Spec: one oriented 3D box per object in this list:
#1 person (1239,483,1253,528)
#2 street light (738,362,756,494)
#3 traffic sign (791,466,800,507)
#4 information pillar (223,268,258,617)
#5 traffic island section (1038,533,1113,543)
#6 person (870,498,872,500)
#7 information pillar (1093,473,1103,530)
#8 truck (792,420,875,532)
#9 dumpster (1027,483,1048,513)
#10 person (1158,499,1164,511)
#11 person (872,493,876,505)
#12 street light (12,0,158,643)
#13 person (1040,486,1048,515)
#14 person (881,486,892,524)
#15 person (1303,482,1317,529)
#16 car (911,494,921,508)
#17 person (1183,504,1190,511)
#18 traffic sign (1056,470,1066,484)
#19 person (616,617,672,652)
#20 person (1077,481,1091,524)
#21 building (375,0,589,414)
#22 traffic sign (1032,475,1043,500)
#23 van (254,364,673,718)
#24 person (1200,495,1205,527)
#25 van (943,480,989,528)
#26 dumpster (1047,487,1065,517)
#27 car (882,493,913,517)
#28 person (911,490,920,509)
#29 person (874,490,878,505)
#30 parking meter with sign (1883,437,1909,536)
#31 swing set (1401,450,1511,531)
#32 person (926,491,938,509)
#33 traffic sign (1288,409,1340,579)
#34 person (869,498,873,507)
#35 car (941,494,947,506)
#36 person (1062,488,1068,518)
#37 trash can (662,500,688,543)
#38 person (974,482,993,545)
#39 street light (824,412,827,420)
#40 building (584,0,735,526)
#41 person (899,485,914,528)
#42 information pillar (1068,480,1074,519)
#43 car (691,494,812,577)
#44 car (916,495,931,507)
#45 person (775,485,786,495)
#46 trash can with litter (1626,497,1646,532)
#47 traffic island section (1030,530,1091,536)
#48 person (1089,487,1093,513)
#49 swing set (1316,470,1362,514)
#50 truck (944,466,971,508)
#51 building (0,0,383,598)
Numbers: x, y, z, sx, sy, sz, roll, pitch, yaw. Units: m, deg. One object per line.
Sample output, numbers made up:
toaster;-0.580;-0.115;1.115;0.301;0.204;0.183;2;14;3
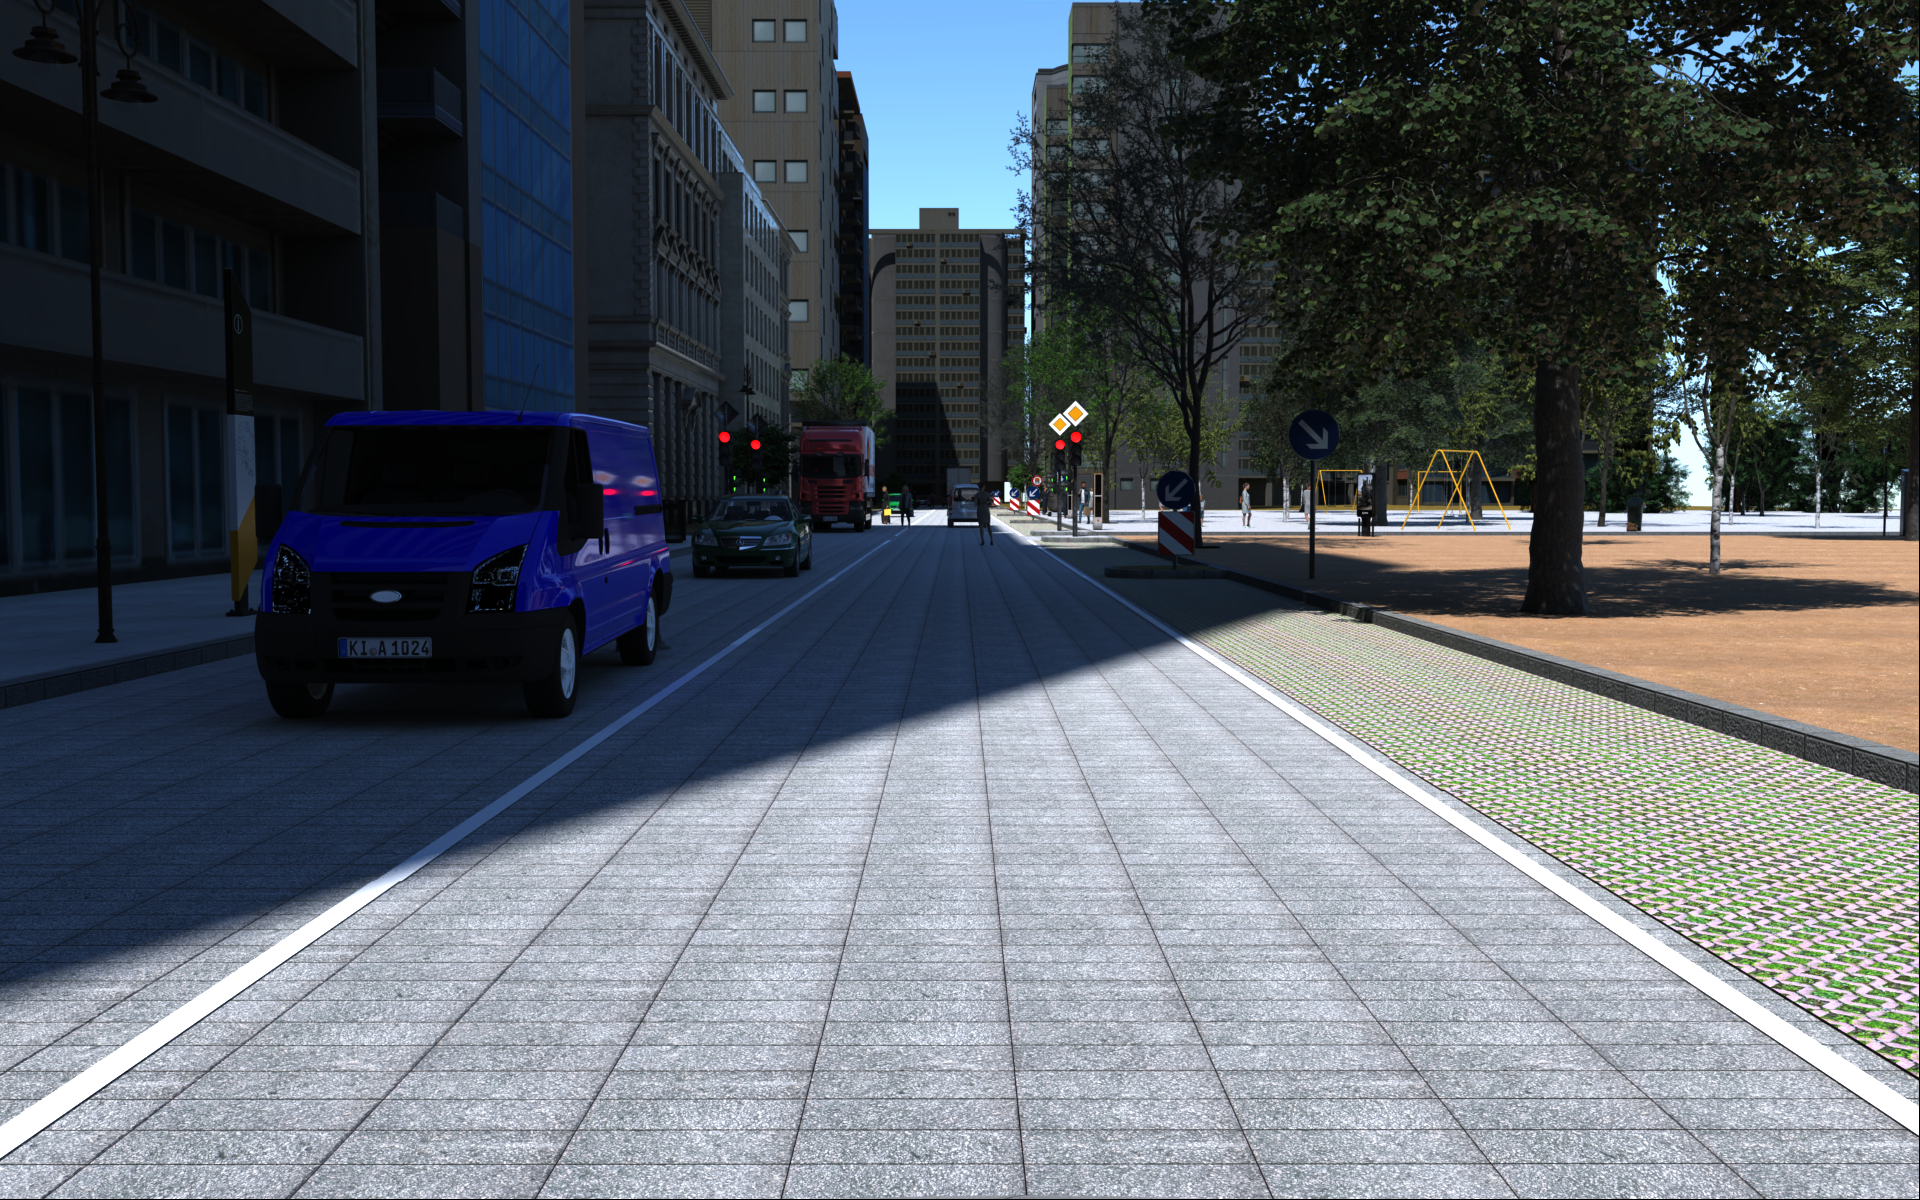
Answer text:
person;10.770;-3.558;65.215;0.522;1.701;0.512;1;4;14
street light;-7.427;-5.375;60.667;0.468;5.910;1.993;0;3;0
traffic sign;-7.189;-4.722;77.310;0.768;2.556;0.104;0;4;6
information pillar;-7.585;-1.646;18.264;0.183;3.616;0.504;0;4;1
traffic island section;3.488;-1.831;52.211;2.009;0.180;2.903;0;3;0
person;-7.411;-8.009;137.539;0.990;1.755;0.434;3;4;38
information pillar;4.918;-3.509;61.866;0.304;2.012;0.304;0;4;-4
truck;-4.788;-4.849;68.200;2.839;4.237;11.283;0;4;-1
dumpster;5.428;-7.223;120.590;1.502;2.255;1.985;0;3;0
person;12.066;-5.889;103.078;0.466;1.731;0.760;-1;4;-16
person;-9.926;-11.728;199.257;0.593;1.643;0.415;2;4;28
street light;-7.382;-2.569;14.798;0.468;5.910;1.993;0;3;0
person;5.129;-6.051;105.401;0.534;1.772;0.576;2;4;31
person;-3.514;-4.532;82.810;0.699;1.804;1.509;0;4;8
person;12.710;-3.431;62.885;0.466;1.731;0.760;0;4;1
car;-5.179;-10.615;183.341;2.009;1.686;4.222;0;4;-2
person;8.760;-3.686;66.579;0.793;1.790;0.793;0;4;4
traffic sign;5.186;-5.514;90.264;0.768;2.556;0.104;0;4;5
person;-2.992;-0.441;15.899;0.537;1.800;0.526;2;4;30
person;5.329;-4.155;73.961;0.713;1.824;0.794;-3;5;-42
building;-17.719;-23.942;41.570;14.200;45.320;14.600;0;3;0
traffic sign;5.174;-7.084;115.933;0.768;2.556;0.104;1;4;9
van;-3.471;-0.518;12.857;2.240;2.365;5.245;0;4;-1
person;9.509;-3.512;68.150;0.332;1.250;0.352;1;4;14
van;0.281;-4.176;75.285;2.013;2.044;4.112;0;4;-1
dumpster;5.646;-5.721;99.301;1.264;1.857;1.865;0;3;0
car;-3.917;-6.134;109.081;1.959;1.807;4.718;0;4;-1
person;-4.421;-9.886;170.144;0.705;1.822;1.348;3;5;42
person;-9.835;-11.859;200.483;0.434;1.755;0.990;-2;4;-32
parking meter with sign;29.170;-3.462;52.871;1.738;3.016;0.543;1;4;14
swing set;17.864;-3.942;62.071;2.862;2.851;3.119;3;5;42
person;-2.580;-9.309;161.382;1.217;1.739;0.721;-1;4;-9
traffic sign;5.328;-1.593;26.149;0.768;2.556;0.104;0;4;8
person;-9.015;-10.365;176.248;0.721;1.736;1.217;2;4;27
car;-1.207;-11.798;202.682;2.009;1.686;4.222;0;3;0
person;5.681;-5.317;93.397;0.534;1.772;0.576;3;5;42
trash can;-7.473;-2.057;45.291;0.748;1.137;0.748;0;3;0
person;0.661;-2.415;48.326;0.599;1.781;0.374;-1;4;-13
street light;-7.564;-7.644;97.770;0.468;5.910;1.993;0;3;0
building;-16.123;-14.876;72.097;11.050;23.489;19.941;0;3;0
person;-2.199;-3.884;72.187;0.709;1.800;0.728;1;4;22
information pillar;5.843;-5.264;90.565;0.304;2.012;0.304;-3;5;-44
car;-3.715;-1.200;31.412;2.131;1.459;4.920;0;4;-1
car;-4.219;-11.096;194.004;1.945;1.354;3.894;0;4;-1
person;-9.340;-5.129;90.294;0.661;1.777;0.834;-1;4;-15
trash can with litter;23.269;-2.951;59.644;0.624;1.170;1.055;2;4;26
traffic island section;3.477;-2.319;60.196;2.009;0.180;2.903;0;3;0
person;8.760;-6.680;115.831;0.480;1.755;0.524;2;4;26
swing set;24.708;-7.061;113.064;3.119;2.851;2.862;-1;4;-9
truck;-0.192;-11.635;179.138;2.839;4.237;11.283;0;4;-1
building;-21.534;-24.294;20.909;21.300;48.544;21.600;0;3;0
